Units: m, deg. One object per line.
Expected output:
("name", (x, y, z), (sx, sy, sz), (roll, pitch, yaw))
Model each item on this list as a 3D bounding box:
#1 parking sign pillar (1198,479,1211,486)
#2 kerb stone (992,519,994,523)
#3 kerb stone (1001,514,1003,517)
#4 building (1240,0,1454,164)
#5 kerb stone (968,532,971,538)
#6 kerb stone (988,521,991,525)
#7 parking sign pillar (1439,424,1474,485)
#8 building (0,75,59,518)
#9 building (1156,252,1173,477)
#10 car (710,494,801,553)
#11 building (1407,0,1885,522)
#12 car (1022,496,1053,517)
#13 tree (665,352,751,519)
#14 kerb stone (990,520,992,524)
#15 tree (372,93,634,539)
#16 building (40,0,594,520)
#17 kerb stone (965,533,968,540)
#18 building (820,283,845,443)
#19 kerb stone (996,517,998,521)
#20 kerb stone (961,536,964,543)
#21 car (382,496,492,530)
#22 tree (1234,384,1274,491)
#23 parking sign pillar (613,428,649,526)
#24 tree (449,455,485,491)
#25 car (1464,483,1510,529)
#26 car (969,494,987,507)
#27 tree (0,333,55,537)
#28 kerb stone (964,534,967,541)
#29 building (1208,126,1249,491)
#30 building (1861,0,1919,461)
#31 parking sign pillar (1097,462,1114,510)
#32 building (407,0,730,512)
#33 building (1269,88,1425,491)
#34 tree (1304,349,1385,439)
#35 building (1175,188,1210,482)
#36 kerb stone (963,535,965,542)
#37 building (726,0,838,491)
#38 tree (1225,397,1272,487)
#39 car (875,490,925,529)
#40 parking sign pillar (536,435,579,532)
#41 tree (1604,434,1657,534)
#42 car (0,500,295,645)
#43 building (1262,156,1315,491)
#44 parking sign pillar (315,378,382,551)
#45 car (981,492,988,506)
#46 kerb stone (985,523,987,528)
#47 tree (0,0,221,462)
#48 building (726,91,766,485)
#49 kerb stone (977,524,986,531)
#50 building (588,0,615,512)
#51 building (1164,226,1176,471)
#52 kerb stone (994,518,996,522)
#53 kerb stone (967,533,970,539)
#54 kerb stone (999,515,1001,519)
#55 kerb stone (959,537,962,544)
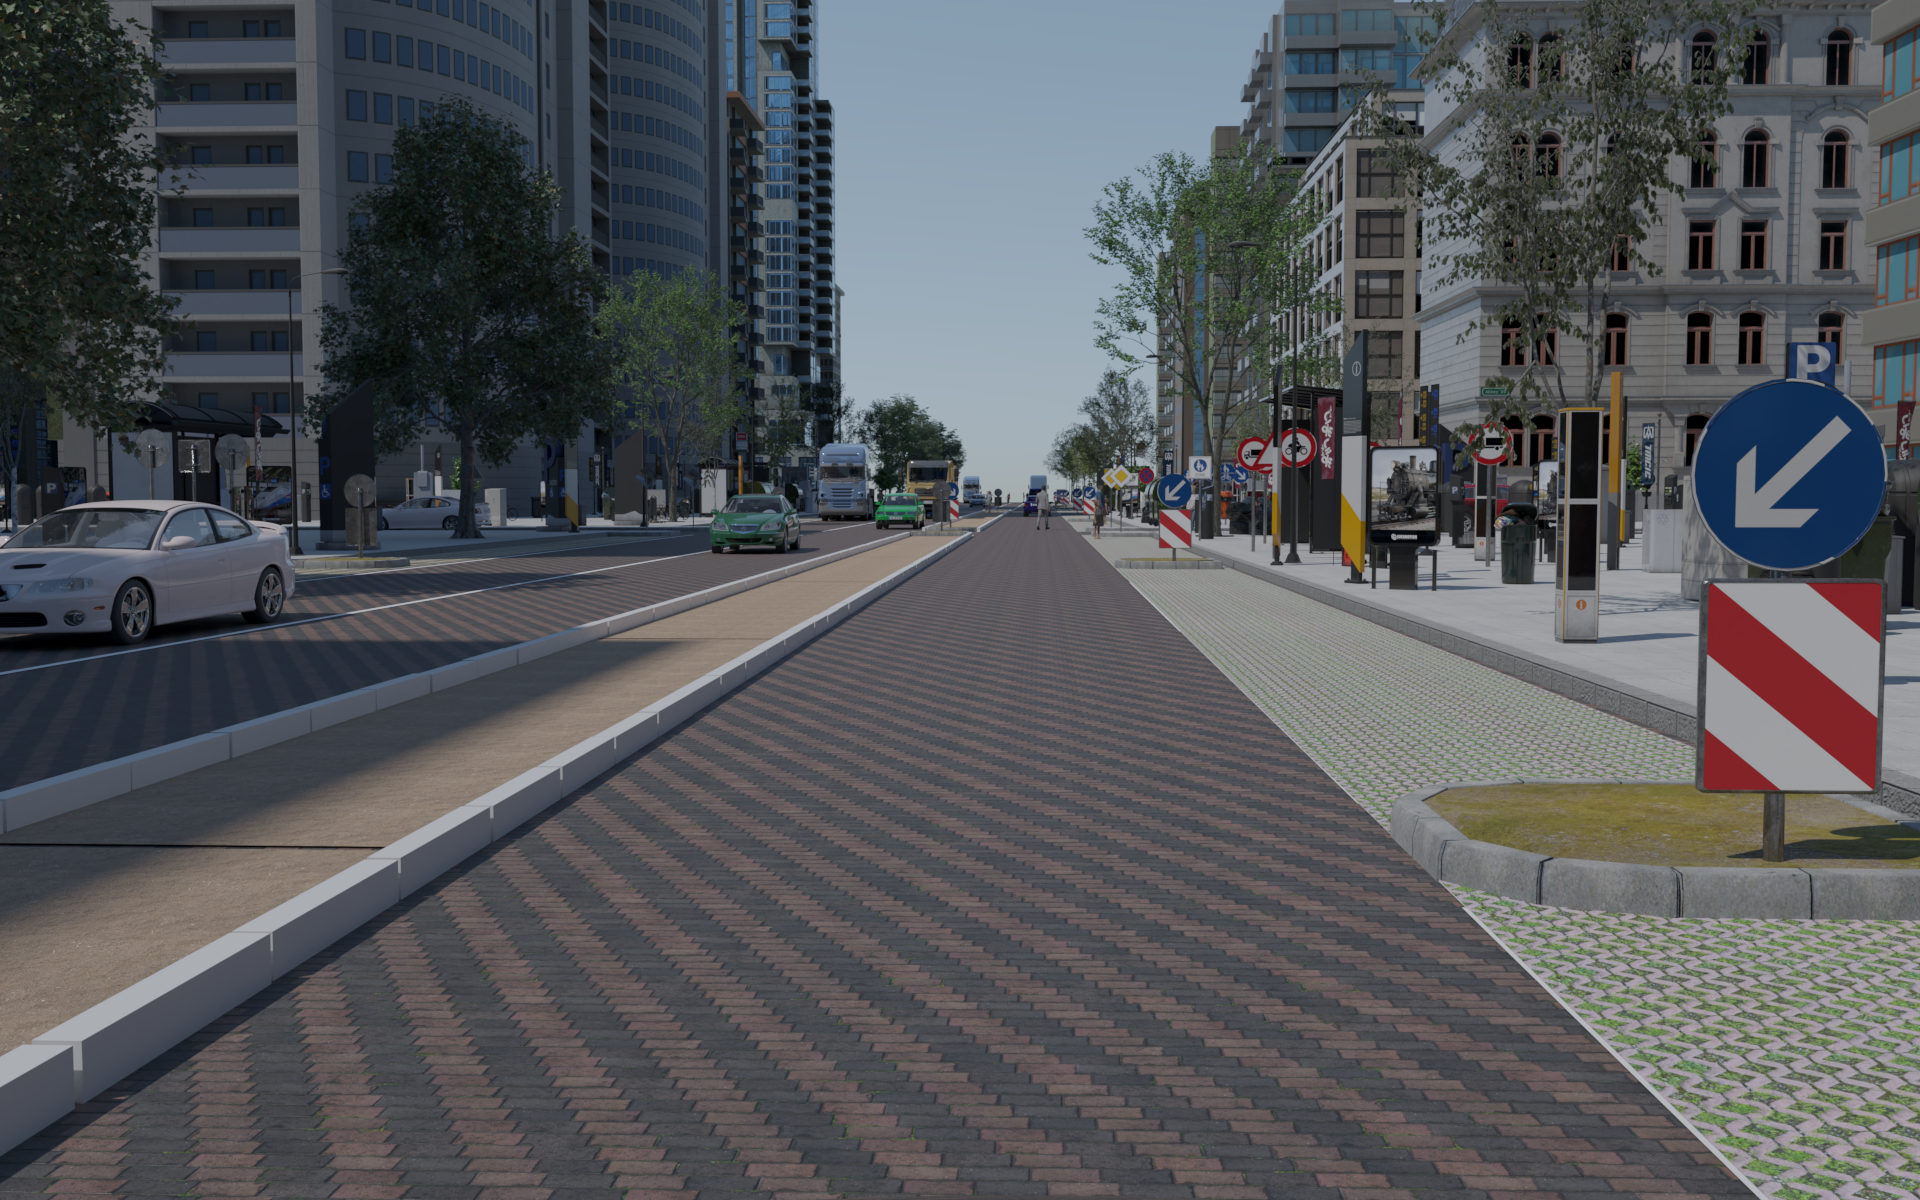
("parking sign pillar", (15.439, -7.279, 107.484), (1.447, 3.967, 1.447), (0, 4, -6))
("kerb stone", (1.384, -3.587, 80.847), (0.120, 0.150, 1.000), (0, 4, 3))
("kerb stone", (2.273, -4.775, 100.327), (0.120, 0.150, 1.000), (0, 4, 3))
("building", (39.791, -33.800, 172.242), (23.786, 49.044, 30.456), (0, 4, 3))
("kerb stone", (0.193, -1.991, 54.755), (0.120, 0.150, 1.000), (0, 4, 3))
("kerb stone", (1.150, -3.270, 75.734), (0.120, 0.150, 1.000), (0, 4, 3))
("parking sign pillar", (18.969, -4.757, 66.256), (1.447, 3.967, 1.447), (-1, 4, -10))
("building", (-65.563, -47.692, 92.435), (31.000, 86.520, 22.319), (0, 4, 3))
("building", (40.099, -37.246, 292.565), (14.154, 41.232, 14.086), (0, 4, 3))
("car", (-5.069, -1.927, 43.300), (2.131, 1.459, 4.920), (0, 4, 1))
("building", (35.292, -18.213, 85.178), (23.554, 28.519, 14.401), (0, 4, 3))
("car", (4.928, -5.970, 110.185), (1.945, 1.354, 3.894), (0, 4, 4))
("tree", (-12.887, -8.481, 89.019), (4.360, 8.622, 3.978), (0, 3, 0))
("kerb stone", (1.243, -3.400, 77.778), (0.120, 0.150, 1.000), (0, 4, 3))
("tree", (-14.177, -8.128, 49.896), (9.611, 12.733, 9.660), (0, 3, 0))
("building", (-34.758, -33.940, 96.920), (21.231, 58.520, 28.212), (0, 4, 3))
("kerb stone", (0.099, -1.866, 52.706), (0.120, 0.150, 1.000), (0, 4, 3))
("building", (-32.537, -36.311, 285.562), (32.217, 40.220, 23.993), (0, 4, 3))
("kerb stone", (1.711, -4.026, 88.018), (0.120, 0.150, 1.000), (0, 4, 3))
("kerb stone", (-0.043, -1.678, 49.636), (0.120, 0.150, 1.000), (0, 4, 3))
("car", (-20.020, -3.214, 64.904), (4.827, 1.381, 2.083), (0, 4, 4))
("tree", (19.804, -9.860, 111.577), (4.360, 8.622, 3.978), (0, 3, 0))
("parking sign pillar", (-13.411, -5.022, 70.585), (1.447, 3.967, 1.447), (1, 4, 18))
("tree", (-22.606, -5.126, 78.416), (1.663, 3.219, 1.824), (0, 3, 0))
("car", (19.251, -3.251, 61.832), (5.304, 1.827, 2.281), (0, 4, 3))
("car", (1.973, -10.808, 188.705), (2.014, 1.417, 4.499), (0, 4, 3))
("tree", (-26.641, -5.991, 48.323), (4.360, 8.622, 3.978), (0, 3, 0))
("kerb stone", (0.052, -1.804, 51.684), (0.120, 0.150, 1.000), (0, 4, 3))
("building", (34.975, -31.290, 195.179), (14.154, 41.232, 14.086), (0, 4, 3))
("building", (35.965, -11.219, 28.468), (27.650, 21.520, 28.899), (0, 4, 3))
("parking sign pillar", (11.706, -9.227, 139.330), (1.447, 3.967, 1.447), (0, 4, 7))
("building", (-33.973, -37.597, 156.706), (21.231, 58.520, 28.212), (0, 4, 3))
("building", (34.022, -19.504, 123.401), (19.350, 26.468, 34.151), (0, 4, 3))
("tree", (19.099, -8.365, 87.128), (4.737, 8.622, 4.395), (0, 3, 0))
("building", (38.253, -36.518, 247.172), (14.600, 45.320, 14.200), (0, 4, 3))
("kerb stone", (0.004, -1.740, 50.663), (0.120, 0.150, 1.000), (0, 4, 3))
("building", (-29.059, -57.704, 256.124), (22.319, 86.520, 31.000), (0, 4, 3))
("tree", (21.887, -11.043, 130.919), (4.737, 8.622, 4.395), (0, 3, 0))
("car", (-2.443, -3.839, 71.557), (1.959, 1.807, 4.718), (0, 4, 3))
("parking sign pillar", (-13.822, -4.338, 59.398), (1.447, 3.967, 1.447), (-2, 4, -33))
("tree", (21.742, -3.748, 55.887), (1.663, 3.219, 1.824), (0, 3, 0))
("car", (-8.658, -0.344, 17.989), (2.083, 1.381, 4.827), (0, 4, 4))
("building", (33.228, -23.179, 150.680), (14.160, 30.474, 14.107), (0, 4, 3))
("parking sign pillar", (-14.114, -3.143, 39.858), (1.447, 3.967, 1.447), (2, 4, 27))
("car", (2.486, -11.762, 202.532), (2.015, 1.641, 3.980), (0, 4, 2))
("kerb stone", (0.920, -2.962, 70.617), (0.120, 0.150, 1.000), (0, 4, 3))
("tree", (-15.112, -6.559, 24.250), (9.611, 12.733, 9.660), (0, 3, 0))
("building", (-33.009, -32.491, 185.846), (22.147, 44.769, 28.867), (0, 4, 3))
("kerb stone", (0.864, -2.899, 69.597), (0.120, 0.150, 1.000), (0, 4, 3))
("building", (-35.134, -42.244, 128.935), (20.563, 71.187, 20.611), (0, 4, 3))
("building", (43.631, -39.743, 269.413), (23.786, 49.044, 30.456), (0, 4, 3))
("kerb stone", (1.569, -3.838, 84.945), (0.120, 0.150, 1.000), (0, 4, 3))
("kerb stone", (0.154, -1.923, 53.733), (0.120, 0.150, 1.000), (0, 4, 3))
("kerb stone", (2.040, -4.464, 95.187), (0.120, 0.150, 1.000), (0, 4, 3))
("kerb stone", (-0.085, -1.615, 48.599), (0.120, 0.150, 1.000), (0, 4, 3))
